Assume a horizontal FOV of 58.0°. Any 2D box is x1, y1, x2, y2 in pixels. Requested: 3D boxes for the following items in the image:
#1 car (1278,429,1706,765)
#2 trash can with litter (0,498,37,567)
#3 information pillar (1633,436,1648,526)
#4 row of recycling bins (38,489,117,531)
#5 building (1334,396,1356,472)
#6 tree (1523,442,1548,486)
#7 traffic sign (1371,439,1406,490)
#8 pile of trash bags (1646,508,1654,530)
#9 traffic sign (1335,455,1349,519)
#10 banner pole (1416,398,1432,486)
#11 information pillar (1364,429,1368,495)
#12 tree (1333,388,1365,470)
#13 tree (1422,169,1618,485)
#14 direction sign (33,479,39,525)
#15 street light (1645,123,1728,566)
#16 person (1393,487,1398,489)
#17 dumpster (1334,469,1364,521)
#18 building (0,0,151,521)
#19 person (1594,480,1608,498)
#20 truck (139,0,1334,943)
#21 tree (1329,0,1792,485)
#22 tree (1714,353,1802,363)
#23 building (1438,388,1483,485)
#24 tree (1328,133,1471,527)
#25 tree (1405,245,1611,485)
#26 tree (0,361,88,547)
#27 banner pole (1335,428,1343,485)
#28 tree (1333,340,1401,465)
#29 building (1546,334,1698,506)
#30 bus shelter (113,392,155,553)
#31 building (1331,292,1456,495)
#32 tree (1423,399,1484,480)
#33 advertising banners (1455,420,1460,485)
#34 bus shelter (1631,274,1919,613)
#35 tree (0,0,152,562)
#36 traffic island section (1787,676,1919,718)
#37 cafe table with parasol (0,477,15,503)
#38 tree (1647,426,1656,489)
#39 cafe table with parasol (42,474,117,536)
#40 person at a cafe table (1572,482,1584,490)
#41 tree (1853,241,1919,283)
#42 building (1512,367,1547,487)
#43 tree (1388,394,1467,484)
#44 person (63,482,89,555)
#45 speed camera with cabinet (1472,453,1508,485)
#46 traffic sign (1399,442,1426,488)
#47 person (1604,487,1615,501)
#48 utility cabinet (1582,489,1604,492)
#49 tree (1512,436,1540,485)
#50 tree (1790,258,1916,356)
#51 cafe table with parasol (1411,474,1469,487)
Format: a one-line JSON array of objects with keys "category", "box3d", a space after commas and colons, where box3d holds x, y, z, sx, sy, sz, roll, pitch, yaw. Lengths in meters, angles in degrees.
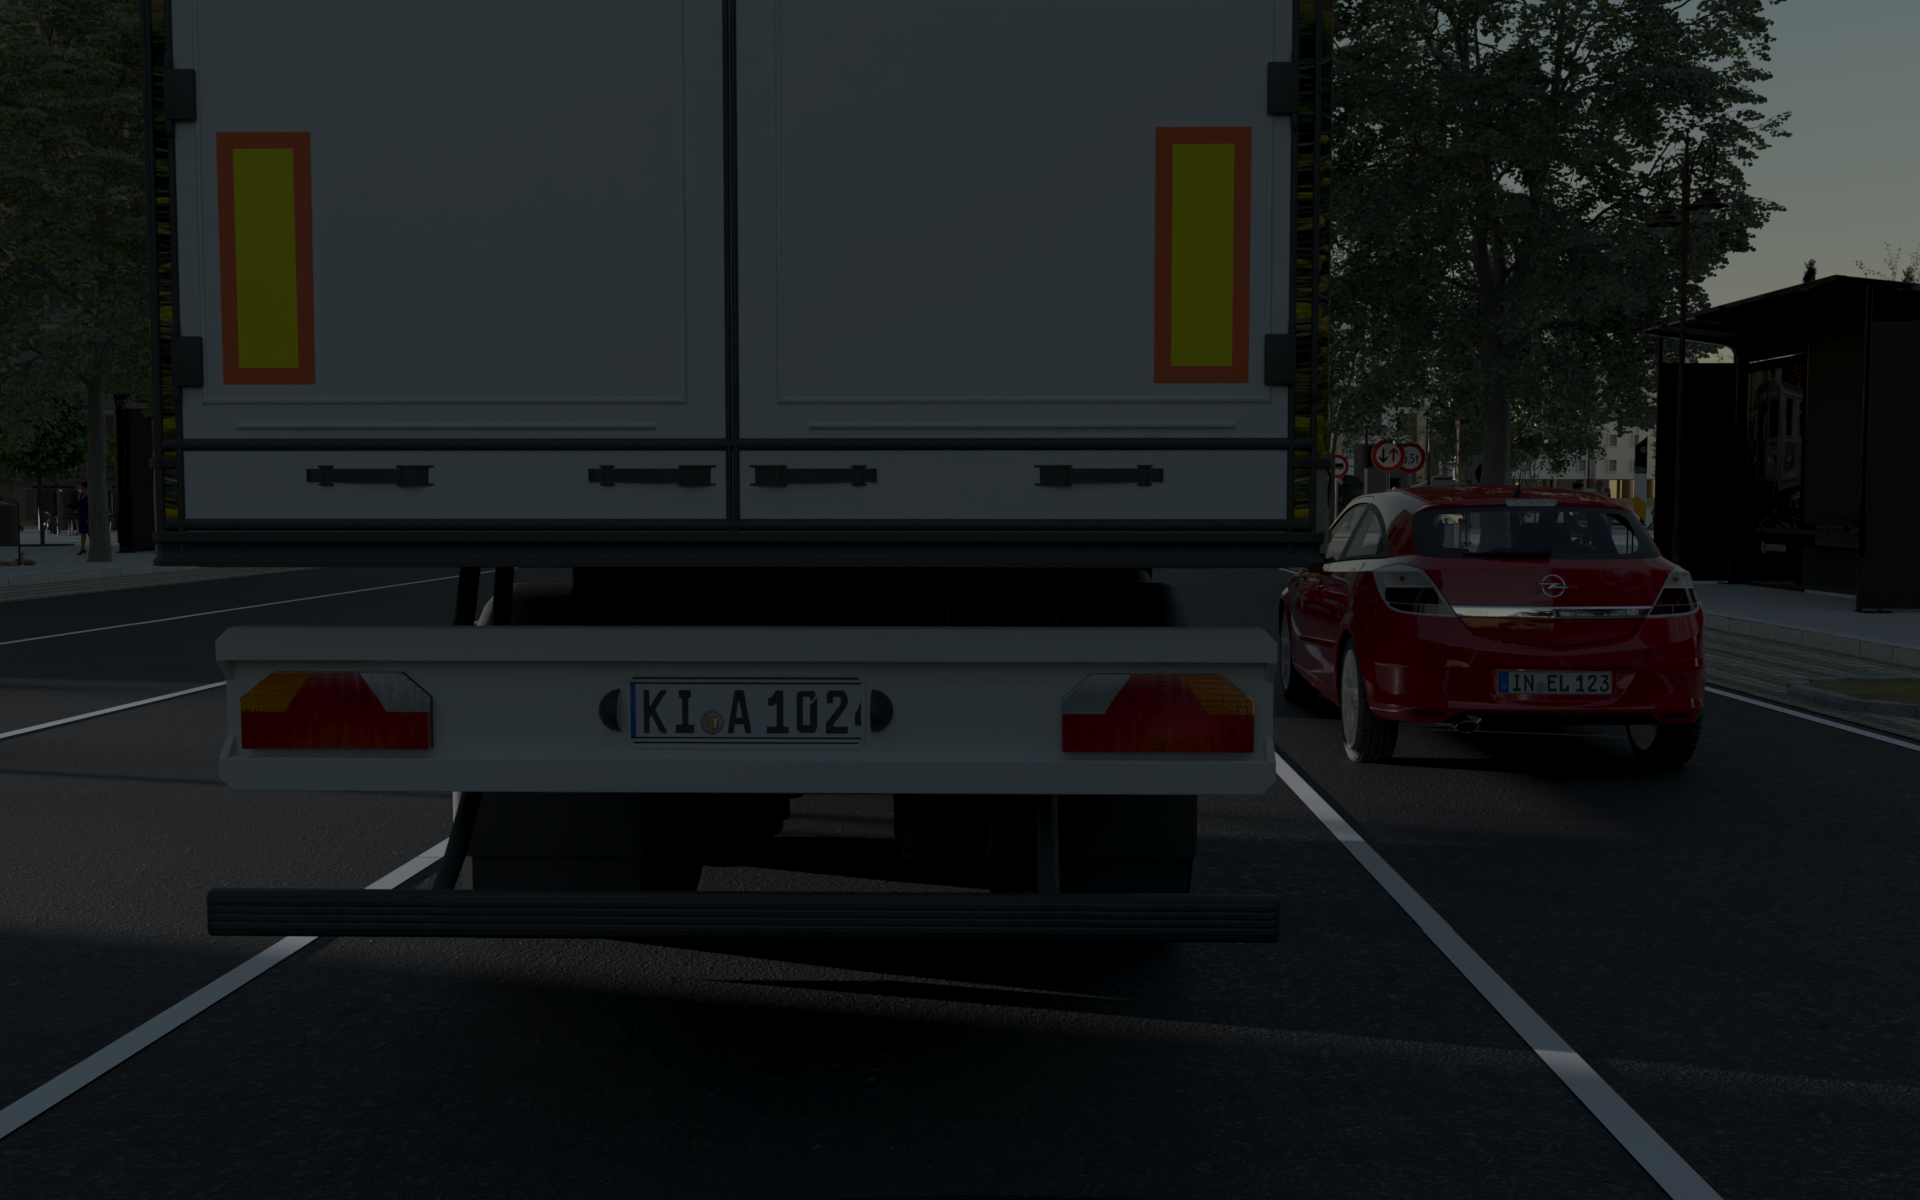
[{"category": "car", "box3d": [3.056, -0.100, 10.669, 2.155, 1.783, 4.494, 0, 4, 4]}, {"category": "trash can with litter", "box3d": [-17.497, -1.210, 30.839, 2.233, 1.210, 1.678, -3, 5, -43]}, {"category": "information pillar", "box3d": [27.369, -4.786, 69.613, 0.504, 3.616, 0.183, 1, 4, 23]}, {"category": "row of recycling bins", "box3d": [-31.048, -3.316, 61.322, 3.534, 1.692, 1.069, 1, 4, 13]}, {"category": "building", "box3d": [29.652, -13.424, 161.627, 9.099, 9.664, 28.070, 0, 4, 2]}, {"category": "tree", "box3d": [37.672, -9.941, 112.897, 4.360, 8.622, 3.978, 0, 3, 0]}, {"category": "traffic sign", "box3d": [9.822, -2.426, 39.776, 0.768, 2.556, 0.104, 1, 4, 9]}, {"category": "pile of trash bags", "box3d": [25.272, -3.076, 60.045, 1.912, 1.369, 3.447, 0, 4, 1]}, {"category": "traffic sign", "box3d": [12.158, -3.414, 55.926, 0.768, 2.556, 0.104, 1, 4, 12]}, {"category": "banner pole", "box3d": [11.706, -3.281, 43.657, 0.863, 3.779, 0.401, -3, 5, -44]}, {"category": "information pillar", "box3d": [13.293, -3.998, 56.720, 0.183, 3.616, 0.504, 1, 4, 12]}, {"category": "tree", "box3d": [24.209, -9.865, 111.660, 4.737, 8.622, 4.395, 0, 3, 0]}, {"category": "tree", "box3d": [31.141, -14.860, 98.857, 12.611, 20.169, 13.585, 0, 3, 0]}, {"category": "direction sign", "box3d": [-38.784, -4.940, 72.774, 0.876, 3.537, 0.379, -1, 4, -18]}, {"category": "street light", "box3d": [9.223, -3.018, 22.131, 0.468, 5.910, 1.993, 0, 4, 2]}, {"category": "person", "box3d": [13.007, -2.628, 51.707, 0.600, 1.496, 0.574, 1, 4, 19]}, {"category": "dumpster", "box3d": [13.293, -3.548, 60.507, 1.502, 2.255, 1.985, 0, 4, 2]}, {"category": "building", "box3d": [-42.559, -24.495, 92.378, 32.217, 40.220, 23.993, 0, 4, 2]}, {"category": "person", "box3d": [13.041, -1.672, 35.437, 0.516, 1.574, 0.319, -1, 4, -12]}, {"category": "truck", "box3d": [-0.320, -1.231, 9.044, 2.839, 4.237, 11.283, 0, 4, 1]}, {"category": "tree", "box3d": [9.997, -7.645, 31.655, 9.857, 13.997, 8.962, 0, 3, 0]}, {"category": "tree", "box3d": [37.089, -7.804, 77.960, 4.737, 8.622, 4.395, 0, 3, 0]}, {"category": "building", "box3d": [66.135, -23.783, 245.270, 11.380, 20.091, 16.016, 0, 4, 2]}, {"category": "tree", "box3d": [10.804, -7.600, 50.019, 9.928, 11.665, 9.643, 0, 3, 0]}, {"category": "tree", "box3d": [24.970, -9.898, 78.838, 9.611, 12.733, 9.660, 0, 3, 0]}, {"category": "tree", "box3d": [-22.823, -3.621, 42.924, 4.285, 4.588, 4.351, 0, 3, 0]}, {"category": "banner pole", "box3d": [12.430, -4.115, 57.297, 0.863, 3.779, 0.401, -3, 5, -44]}, {"category": "tree", "box3d": [29.705, -13.867, 137.093, 12.009, 13.543, 11.850, 0, 3, 0]}, {"category": "building", "box3d": [76.340, -21.007, 199.877, 11.380, 20.091, 16.016, 0, 4, 2]}, {"category": "bus shelter", "box3d": [-17.480, -3.022, 40.695, 1.731, 3.624, 6.357, 0, 4, 2]}, {"category": "building", "box3d": [40.150, -21.272, 191.763, 27.936, 21.610, 32.646, 0, 4, 2]}, {"category": "tree", "box3d": [33.446, -10.353, 119.630, 4.360, 8.622, 3.978, 0, 3, 0]}, {"category": "advertising banners", "box3d": [12.081, -2.779, 41.618, 0.090, 3.025, 2.074, 2, 4, 27]}, {"category": "bus shelter", "box3d": [10.314, -1.857, 21.651, 1.731, 3.624, 6.357, 0, 4, 2]}, {"category": "tree", "box3d": [-15.892, -6.996, 32.509, 7.486, 12.596, 7.792, 0, 3, 0]}, {"category": "traffic island section", "box3d": [6.814, 0.677, 11.805, 1.991, 0.108, 1.994, 0, 4, 2]}, {"category": "cafe table with parasol", "box3d": [-26.514, -2.557, 46.669, 2.610, 1.966, 2.610, -1, 4, -20]}, {"category": "tree", "box3d": [54.374, -9.672, 121.046, 11.467, 7.101, 20.602, -1, 4, -23]}, {"category": "cafe table with parasol", "box3d": [-27.646, -2.994, 53.820, 2.610, 1.966, 2.610, -1, 4, -23]}, {"category": "person at a cafe table", "box3d": [12.415, -1.554, 33.929, 1.622, 1.524, 1.698, 1, 4, 16]}, {"category": "tree", "box3d": [27.699, -6.099, 50.082, 4.360, 8.622, 3.978, 0, 3, 0]}, {"category": "building", "box3d": [78.053, -23.741, 244.582, 11.380, 20.091, 16.016, 0, 4, 2]}, {"category": "tree", "box3d": [33.358, -10.691, 125.161, 4.737, 8.622, 4.395, 0, 3, 0]}, {"category": "person", "box3d": [-18.455, -1.711, 36.386, 0.453, 1.535, 0.546, 1, 4, 9]}, {"category": "speed camera with cabinet", "box3d": [11.304, -2.746, 39.225, 2.038, 3.252, 0.660, 2, 4, 30]}, {"category": "traffic sign", "box3d": [11.008, -2.590, 42.452, 0.768, 2.556, 0.104, 0, 4, 2]}, {"category": "person", "box3d": [14.581, -1.835, 39.281, 0.726, 1.435, 0.776, 0, 4, -4]}, {"category": "utility cabinet", "box3d": [25.852, -3.821, 71.155, 1.173, 1.500, 0.318, -1, 4, -18]}, {"category": "tree", "box3d": [39.537, -10.506, 122.142, 4.737, 8.622, 4.395, 0, 3, 0]}, {"category": "tree", "box3d": [53.050, -12.088, 99.467, 18.604, 14.587, 13.155, 0, 4, 7]}, {"category": "cafe table with parasol", "box3d": [16.539, -3.341, 59.498, 2.610, 1.966, 2.610, -2, 4, -27]}]
